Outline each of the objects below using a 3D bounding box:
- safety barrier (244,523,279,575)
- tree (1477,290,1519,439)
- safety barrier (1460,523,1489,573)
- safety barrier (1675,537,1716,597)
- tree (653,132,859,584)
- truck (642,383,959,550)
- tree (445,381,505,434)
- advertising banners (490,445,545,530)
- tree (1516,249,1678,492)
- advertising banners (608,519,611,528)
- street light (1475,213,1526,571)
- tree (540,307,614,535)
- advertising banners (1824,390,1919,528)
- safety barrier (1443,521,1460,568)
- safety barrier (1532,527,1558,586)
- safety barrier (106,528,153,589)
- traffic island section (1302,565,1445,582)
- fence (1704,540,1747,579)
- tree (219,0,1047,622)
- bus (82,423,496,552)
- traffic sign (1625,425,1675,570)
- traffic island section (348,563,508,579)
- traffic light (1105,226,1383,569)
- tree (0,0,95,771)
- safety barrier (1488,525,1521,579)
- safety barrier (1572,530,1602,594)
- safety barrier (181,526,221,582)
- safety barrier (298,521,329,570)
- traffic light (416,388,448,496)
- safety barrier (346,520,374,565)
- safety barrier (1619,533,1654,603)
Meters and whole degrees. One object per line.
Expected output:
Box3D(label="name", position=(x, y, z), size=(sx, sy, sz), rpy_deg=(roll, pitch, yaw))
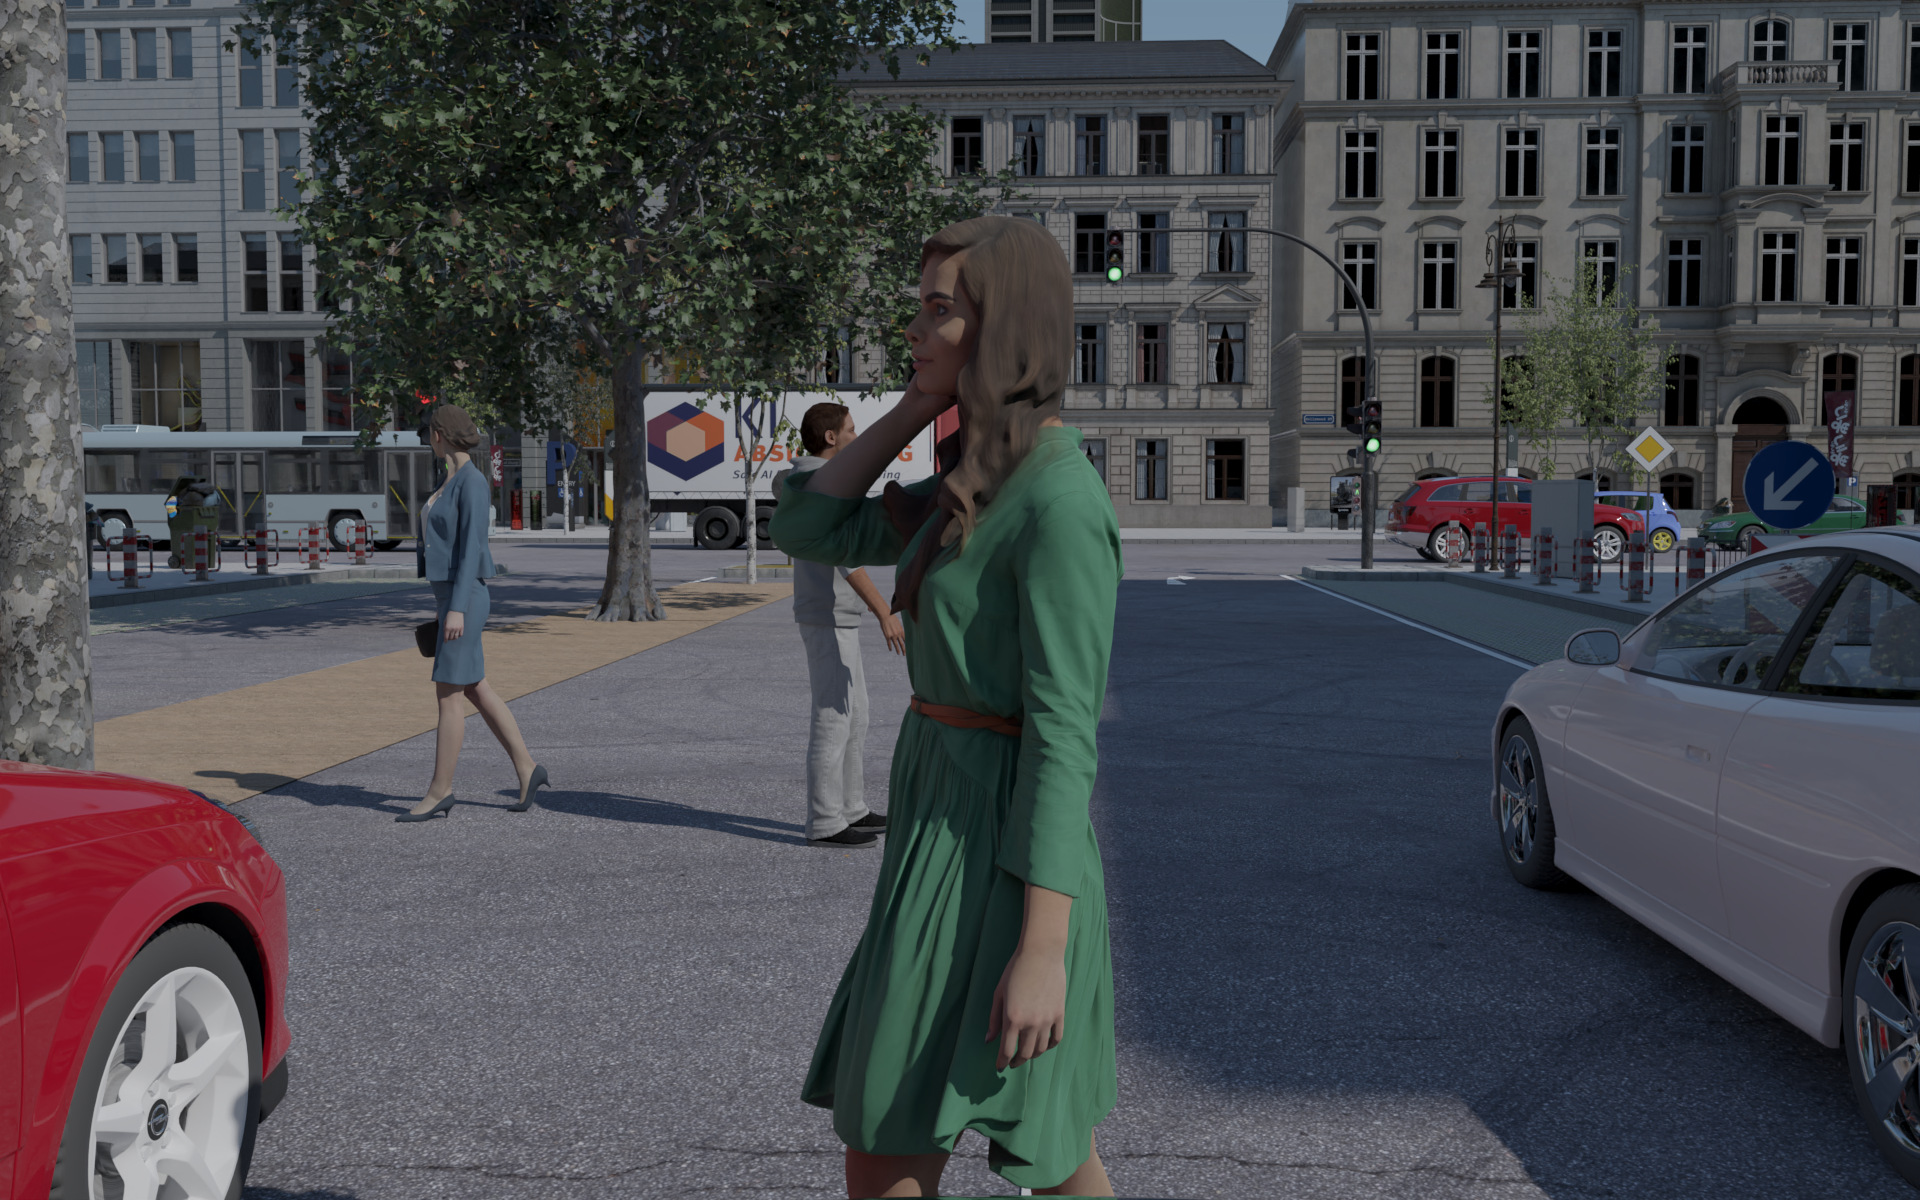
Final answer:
Box3D(label="safety barrier", position=(-11.029, -0.800, 27.362), size=(0.300, 0.817, 1.120), rpy_deg=(0, 4, 3))
Box3D(label="tree", position=(20.465, -6.751, 60.739), size=(4.737, 8.622, 4.395), rpy_deg=(0, 3, 0))
Box3D(label="safety barrier", position=(8.453, -0.849, 28.158), size=(0.300, 0.817, 1.120), rpy_deg=(0, 4, 3))
Box3D(label="safety barrier", position=(7.871, -0.261, 18.546), size=(0.300, 0.817, 1.120), rpy_deg=(0, 4, 3))
Box3D(label="tree", position=(-3.267, -4.528, 26.852), size=(4.737, 8.622, 4.395), rpy_deg=(0, 3, 0))
Box3D(label="truck", position=(-2.870, -3.429, 44.981), size=(11.283, 4.237, 2.839), rpy_deg=(0, 4, 2))
Box3D(label="tree", position=(-16.955, -6.587, 58.063), size=(4.737, 8.622, 4.395), rpy_deg=(0, 3, 0))
Box3D(label="advertising banners", position=(-15.677, -3.982, 61.288), size=(2.074, 3.025, 0.090), rpy_deg=(1, 4, 14))
Box3D(label="tree", position=(19.097, -6.197, 51.684), size=(4.737, 8.622, 4.395), rpy_deg=(0, 3, 0))
Box3D(label="advertising banners", position=(-12.922, -4.216, 65.121), size=(0.090, 3.025, 2.074), rpy_deg=(-2, 4, -28))
Box3D(label="street light", position=(8.956, -3.430, 28.868), size=(0.468, 5.910, 1.993), rpy_deg=(0, 4, 3))
Box3D(label="tree", position=(-12.035, -6.324, 53.752), size=(4.360, 8.622, 3.978), rpy_deg=(0, 3, 0))
Box3D(label="advertising banners", position=(15.342, -1.992, 28.751), size=(0.090, 3.025, 2.074), rpy_deg=(-3, 4, -37))
Box3D(label="safety barrier", position=(8.569, -0.966, 30.072), size=(0.300, 0.817, 1.120), rpy_deg=(0, 4, 3))
Box3D(label="safety barrier", position=(8.217, -0.614, 24.314), size=(0.300, 0.817, 1.120), rpy_deg=(0, 4, 3))
Box3D(label="safety barrier", position=(-11.270, -0.566, 23.526), size=(0.300, 0.817, 1.120), rpy_deg=(0, 4, 3))
Box3D(label="traffic island section", position=(6.983, -0.453, 29.680), size=(2.009, 0.180, 2.903), rpy_deg=(0, 4, 3))
Box3D(label="fence", position=(10.671, -0.435, 22.481), size=(2.069, 0.683, 0.278), rpy_deg=(0, 4, 3))
Box3D(label="tree", position=(-3.753, -6.117, 19.483), size=(9.611, 12.733, 9.660), rpy_deg=(0, 3, 0))
Box3D(label="bus", position=(-17.752, -2.997, 43.860), size=(13.247, 3.499, 2.948), rpy_deg=(0, 4, 5))
Box3D(label="traffic sign", position=(11.578, -1.710, 29.141), size=(0.795, 2.450, 0.064), rpy_deg=(1, 4, 11))
Box3D(label="traffic island section", position=(-9.279, -0.512, 30.660), size=(2.009, 0.180, 2.903), rpy_deg=(0, 4, 3))
Box3D(label="traffic light", position=(4.850, -3.357, 29.553), size=(4.771, 5.953, 1.251), rpy_deg=(0, 4, 3))
Box3D(label="tree", position=(-5.301, -9.162, 8.138), size=(12.611, 20.169, 13.585), rpy_deg=(0, 3, 0))
Box3D(label="safety barrier", position=(8.332, -0.731, 26.227), size=(0.300, 0.817, 1.120), rpy_deg=(0, 4, 3))
Box3D(label="safety barrier", position=(8.102, -0.496, 22.389), size=(0.300, 0.817, 1.120), rpy_deg=(0, 4, 3))
Box3D(label="safety barrier", position=(-11.146, -0.683, 25.446), size=(0.300, 0.817, 1.120), rpy_deg=(0, 4, 3))
Box3D(label="safety barrier", position=(-10.920, -0.918, 29.277), size=(0.300, 0.817, 1.120), rpy_deg=(0, 4, 3))
Box3D(label="traffic light", position=(-9.239, -2.544, 30.523), size=(0.839, 4.253, 0.868), rpy_deg=(0, 4, 3))
Box3D(label="safety barrier", position=(-10.804, -1.035, 31.200), size=(0.300, 0.817, 1.120), rpy_deg=(0, 4, 3))
Box3D(label="safety barrier", position=(7.988, -0.378, 20.459), size=(0.300, 0.817, 1.120), rpy_deg=(0, 4, 3))
